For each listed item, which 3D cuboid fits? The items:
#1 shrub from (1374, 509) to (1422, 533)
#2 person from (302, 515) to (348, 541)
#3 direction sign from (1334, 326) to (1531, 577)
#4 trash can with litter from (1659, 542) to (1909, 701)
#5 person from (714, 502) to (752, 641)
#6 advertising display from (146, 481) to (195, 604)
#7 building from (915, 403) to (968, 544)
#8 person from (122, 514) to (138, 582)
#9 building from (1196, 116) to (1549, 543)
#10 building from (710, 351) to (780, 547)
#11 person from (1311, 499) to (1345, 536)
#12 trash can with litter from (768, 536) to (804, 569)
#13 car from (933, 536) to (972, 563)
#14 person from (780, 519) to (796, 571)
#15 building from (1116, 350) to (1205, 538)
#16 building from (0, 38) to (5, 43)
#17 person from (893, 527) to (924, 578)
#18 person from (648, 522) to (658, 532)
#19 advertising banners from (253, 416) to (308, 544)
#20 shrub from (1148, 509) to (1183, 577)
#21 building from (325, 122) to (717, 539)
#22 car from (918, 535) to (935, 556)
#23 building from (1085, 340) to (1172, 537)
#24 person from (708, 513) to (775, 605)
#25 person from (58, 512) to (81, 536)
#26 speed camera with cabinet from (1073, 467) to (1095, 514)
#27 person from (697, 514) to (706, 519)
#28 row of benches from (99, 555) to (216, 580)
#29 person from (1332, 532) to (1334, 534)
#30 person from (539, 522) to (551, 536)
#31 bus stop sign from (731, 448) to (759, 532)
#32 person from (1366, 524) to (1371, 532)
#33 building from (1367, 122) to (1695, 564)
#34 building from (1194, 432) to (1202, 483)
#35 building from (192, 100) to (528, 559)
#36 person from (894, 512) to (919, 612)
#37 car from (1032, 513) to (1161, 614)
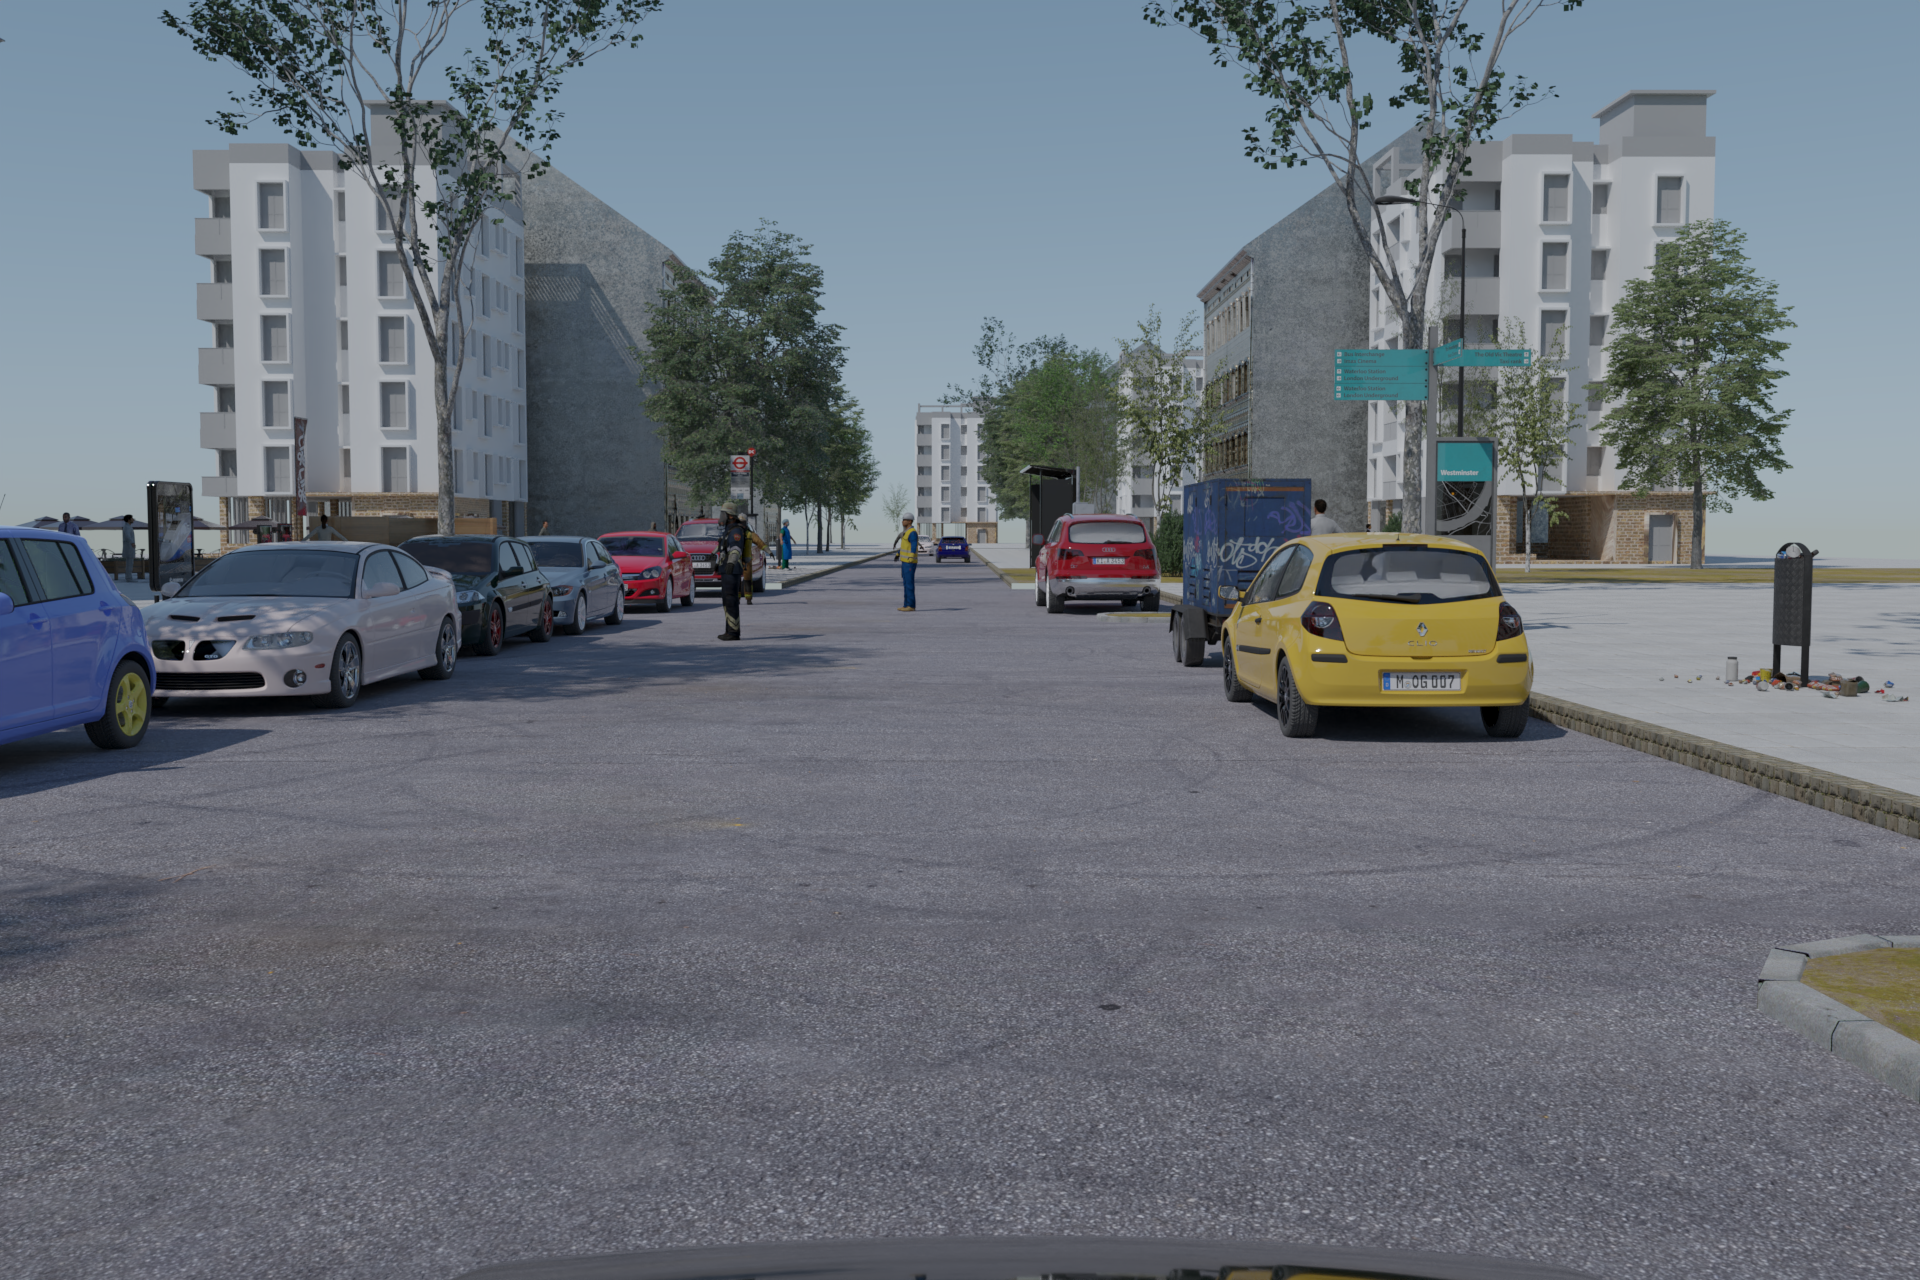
[{"bbox_3d":[14.073,-3.159,55.695,1.661,2.075,1.752,0,3,0],"label":"shrub"},{"bbox_3d":[-14.668,-2.029,40.012,1.217,1.735,0.721,-1,4,-18],"label":"person"},{"bbox_3d":[6.085,-2.022,21.823,2.525,3.948,1.411,0,4,0],"label":"direction sign"},{"bbox_3d":[6.949,-0.198,14.297,1.678,1.210,2.233,0,3,0],"label":"trash can with litter"},{"bbox_3d":[-3.124,-0.926,23.374,0.705,1.856,1.354,-1,4,-15],"label":"person"},{"bbox_3d":[-9.701,-0.986,21.327,0.123,1.923,0.974,0,4,1],"label":"advertising display"},{"bbox_3d":[-6.008,-23.486,242.873,11.380,20.090,16.016,1,4,8],"label":"building"},{"bbox_3d":[-22.047,-2.437,46.037,0.705,1.806,1.347,-2,4,-27],"label":"person"},{"bbox_3d":[24.645,-16.487,100.484,19.493,23.208,18.063,0,3,0],"label":"building"},{"bbox_3d":[-28.813,-21.383,180.542,19.493,23.208,18.063,0,4,-1],"label":"building"},{"bbox_3d":[5.452,-1.234,26.331,1.344,1.810,0.704,-1,4,-12],"label":"person"},{"bbox_3d":[-6.513,-3.231,63.876,1.678,1.210,2.233,0,3,0],"label":"trash can with litter"},{"bbox_3d":[-0.362,-4.548,86.933,1.945,1.354,3.894,0,4,-1],"label":"car"},{"bbox_3d":[-6.093,-3.352,60.926,0.704,1.817,1.347,1,4,16],"label":"person"},{"bbox_3d":[21.337,-19.665,177.934,16.016,20.090,11.380,0,3,0],"label":"building"},{"bbox_3d":[-31.668,-11.824,33.978,13.314,22.015,24.055,0,4,-1],"label":"building"},{"bbox_3d":[-1.737,-2.948,56.779,1.348,1.813,0.705,3,5,40],"label":"person"},{"bbox_3d":[-13.476,-4.292,76.295,0.705,1.813,1.348,3,4,36],"label":"person"},{"bbox_3d":[-9.883,-1.781,25.311,0.090,3.025,2.074,0,3,0],"label":"advertising banners"},{"bbox_3d":[6.358,-2.909,51.606,1.661,2.075,1.752,0,3,0],"label":"shrub"},{"bbox_3d":[-25.155,-16.563,101.732,19.493,23.208,18.063,0,4,0],"label":"building"},{"bbox_3d":[-2.657,-6.174,113.301,2.083,1.381,4.827,0,4,-1],"label":"car"},{"bbox_3d":[21.195,-22.917,205.625,19.493,23.208,18.063,0,4,0],"label":"building"},{"bbox_3d":[-4.408,-1.642,35.073,1.354,1.858,0.705,0,4,2],"label":"person"},{"bbox_3d":[-22.897,-2.349,44.312,0.709,1.838,0.599,0,4,4],"label":"person"},{"bbox_3d":[3.667,-3.411,50.110,0.660,3.252,2.038,0,4,-2],"label":"speed camera with cabinet"},{"bbox_3d":[-7.293,-2.635,49.018,0.705,1.837,1.347,0,4,6],"label":"person"},{"bbox_3d":[-23.161,-2.111,49.973,1.422,0.672,4.104,1,4,18],"label":"row of benches"},{"bbox_3d":[7.779,-1.593,35.315,0.697,1.427,0.421,-1,4,-11],"label":"person"},{"bbox_3d":[-17.302,-4.043,72.377,0.705,1.796,1.348,1,4,15],"label":"person"},{"bbox_3d":[-6.663,-3.973,53.657,0.855,3.939,0.416,0,3,0],"label":"bus stop sign"},{"bbox_3d":[18.102,-4.257,76.329,0.721,1.740,1.216,1,4,19],"label":"person"},{"bbox_3d":[25.735,-14.046,86.066,16.016,20.090,11.380,0,4,0],"label":"building"},{"bbox_3d":[23.693,-11.310,127.072,9.099,9.664,28.070,0,4,0],"label":"building"},{"bbox_3d":[-27.485,-13.487,76.939,16.016,20.090,11.380,0,4,1],"label":"building"},{"bbox_3d":[-0.982,-1.451,32.144,0.705,1.833,1.349,-1,4,-14],"label":"person"},{"bbox_3d":[2.546,-1.473,32.763,2.281,1.827,5.304,0,4,-1],"label":"car"}]
